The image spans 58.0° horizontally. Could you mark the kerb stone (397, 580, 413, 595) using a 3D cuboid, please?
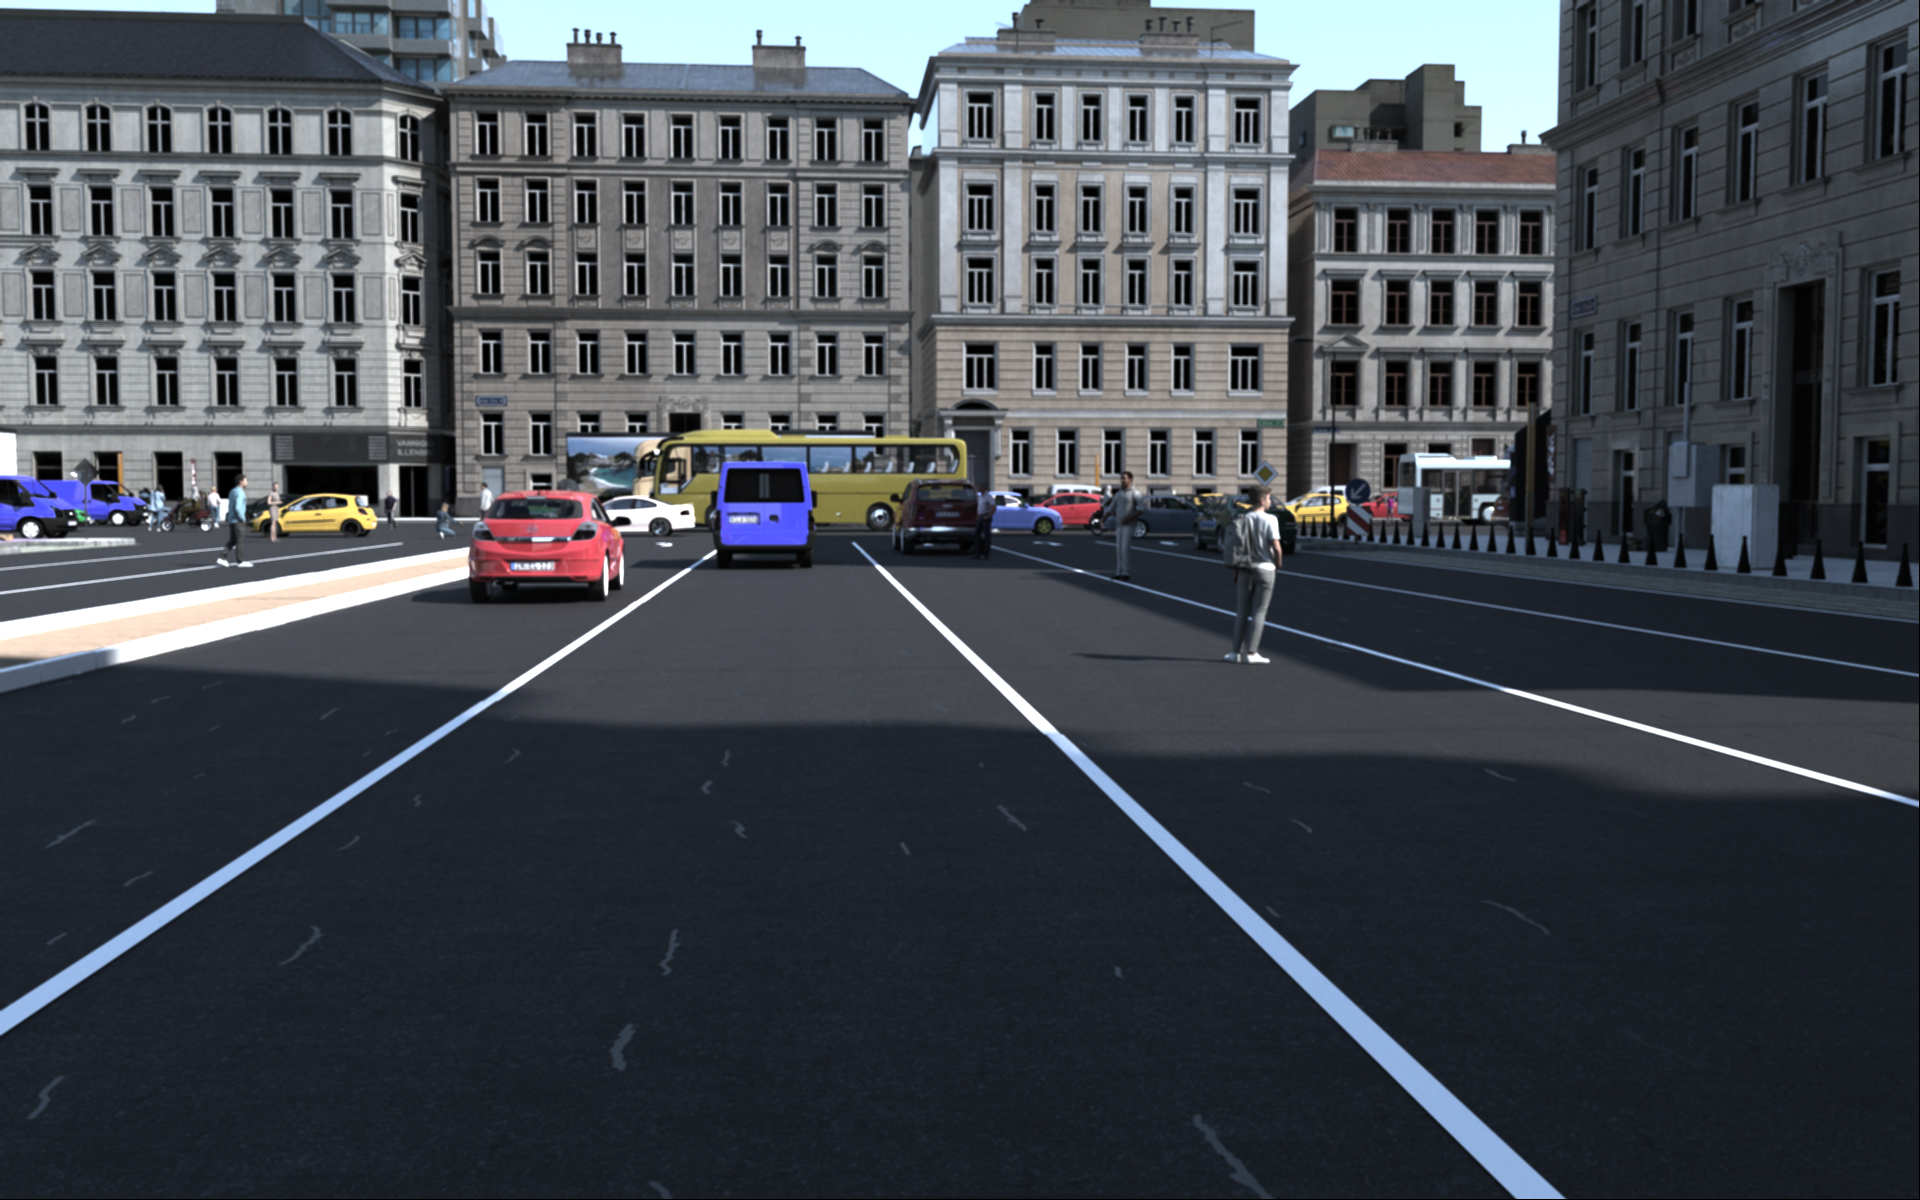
[{"bbox_3d":[-8.077,-0.165,24.899,0.120,0.150,1.000,0,4,-5],"label":"kerb stone"}]

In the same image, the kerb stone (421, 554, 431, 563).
[{"bbox_3d":[-11.195,-0.841,35.941,0.120,0.150,1.000,0,4,-5],"label":"kerb stone"}]

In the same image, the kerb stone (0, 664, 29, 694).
[{"bbox_3d":[-6.961,0.588,12.574,0.120,0.150,1.000,0,4,-5],"label":"kerb stone"}]

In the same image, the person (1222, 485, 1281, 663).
[{"bbox_3d":[2.465,-0.220,14.689,0.503,1.515,0.523,0,4,3],"label":"person"}]

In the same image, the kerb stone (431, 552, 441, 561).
[{"bbox_3d":[-11.289,-0.903,36.970,0.120,0.150,1.000,0,4,-5],"label":"kerb stone"}]

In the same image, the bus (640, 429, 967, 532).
[{"bbox_3d":[-5.937,-4.583,66.476,12.252,3.916,2.896,0,4,-5],"label":"bus"}]

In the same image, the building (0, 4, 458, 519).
[{"bbox_3d":[-49.910,-19.586,96.641,44.131,29.872,17.030,0,4,-5],"label":"building"}]

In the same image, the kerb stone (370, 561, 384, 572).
[{"bbox_3d":[-10.813,-0.588,31.823,0.120,0.150,1.000,0,4,-5],"label":"kerb stone"}]

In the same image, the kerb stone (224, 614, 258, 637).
[{"bbox_3d":[-7.426,0.277,17.710,0.120,0.150,1.000,0,4,-5],"label":"kerb stone"}]

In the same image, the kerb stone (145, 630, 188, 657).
[{"bbox_3d":[-7.241,0.409,15.662,0.120,0.150,1.000,0,4,-5],"label":"kerb stone"}]

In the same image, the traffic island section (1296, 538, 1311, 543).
[{"bbox_3d":[9.103,-1.799,51.697,2.009,0.180,2.903,0,4,-5],"label":"traffic island section"}]

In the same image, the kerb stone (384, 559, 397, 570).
[{"bbox_3d":[-10.914,-0.652,32.853,0.120,0.150,1.000,0,4,-5],"label":"kerb stone"}]

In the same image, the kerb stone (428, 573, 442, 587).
[{"bbox_3d":[-8.266,-0.291,26.947,0.120,0.150,1.000,0,4,-5],"label":"kerb stone"}]

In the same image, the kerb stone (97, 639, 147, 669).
[{"bbox_3d":[-7.148,0.472,14.636,0.120,0.150,1.000,0,4,-5],"label":"kerb stone"}]

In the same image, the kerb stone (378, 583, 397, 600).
[{"bbox_3d":[-7.982,-0.100,23.876,0.120,0.150,1.000,0,4,-5],"label":"kerb stone"}]

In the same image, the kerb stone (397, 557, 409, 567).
[{"bbox_3d":[-11.006,-0.714,33.877,0.120,0.150,1.000,0,4,-5],"label":"kerb stone"}]

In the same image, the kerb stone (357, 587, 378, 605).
[{"bbox_3d":[-7.893,-0.037,22.842,0.120,0.150,1.000,0,4,-5],"label":"kerb stone"}]

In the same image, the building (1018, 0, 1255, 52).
[{"bbox_3d":[15.422,-33.248,167.303,21.300,48.544,21.600,0,4,-5],"label":"building"}]

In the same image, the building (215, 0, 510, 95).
[{"bbox_3d":[-53.663,-33.034,159.715,23.786,49.044,30.456,0,4,-5],"label":"building"}]

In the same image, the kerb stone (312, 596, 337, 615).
[{"bbox_3d":[-7.710,0.089,20.788,0.120,0.150,1.000,0,4,-5],"label":"kerb stone"}]

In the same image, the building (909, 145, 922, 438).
[{"bbox_3d":[4.627,-41.449,266.927,27.495,52.752,28.713,0,4,-5],"label":"building"}]

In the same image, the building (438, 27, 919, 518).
[{"bbox_3d":[-15.268,-18.394,98.012,25.104,27.353,12.463,0,4,-5],"label":"building"}]

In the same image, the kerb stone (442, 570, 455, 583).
[{"bbox_3d":[-8.359,-0.349,27.978,0.120,0.150,1.000,0,4,-5],"label":"kerb stone"}]

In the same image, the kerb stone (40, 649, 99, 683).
[{"bbox_3d":[-7.054,0.525,13.610,0.120,0.150,1.000,0,4,-5],"label":"kerb stone"}]

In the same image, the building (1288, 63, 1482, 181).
[{"bbox_3d":[48.019,-35.238,199.850,21.600,48.544,21.300,0,4,-5],"label":"building"}]

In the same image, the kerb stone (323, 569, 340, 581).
[{"bbox_3d":[-10.533,-0.390,28.749,0.120,0.150,1.000,0,4,-5],"label":"kerb stone"}]

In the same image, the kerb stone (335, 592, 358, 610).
[{"bbox_3d":[-7.802,0.023,21.818,0.120,0.150,1.000,0,4,-5],"label":"kerb stone"}]

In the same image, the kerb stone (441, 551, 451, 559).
[{"bbox_3d":[-11.381,-0.966,37.994,0.120,0.150,1.000,0,4,-5],"label":"kerb stone"}]

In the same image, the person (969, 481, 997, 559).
[{"bbox_3d":[0.494,-1.755,38.128,0.436,1.711,0.756,-1,4,-21],"label":"person"}]

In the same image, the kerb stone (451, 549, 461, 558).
[{"bbox_3d":[-11.468,-1.029,39.018,0.120,0.150,1.000,0,4,-5],"label":"kerb stone"}]

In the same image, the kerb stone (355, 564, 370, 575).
[{"bbox_3d":[-10.720,-0.526,30.799,0.120,0.150,1.000,0,4,-5],"label":"kerb stone"}]

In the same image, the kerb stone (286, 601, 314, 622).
[{"bbox_3d":[-7.609,0.149,19.764,0.120,0.150,1.000,0,4,-5],"label":"kerb stone"}]

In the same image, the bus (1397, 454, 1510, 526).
[{"bbox_3d":[27.086,-5.206,79.979,13.247,3.499,2.948,0,4,-5],"label":"bus"}]

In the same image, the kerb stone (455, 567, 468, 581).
[{"bbox_3d":[-8.448,-0.415,29.002,0.120,0.150,1.000,0,4,-5],"label":"kerb stone"}]

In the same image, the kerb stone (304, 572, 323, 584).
[{"bbox_3d":[-10.444,-0.336,27.722,0.120,0.150,1.000,0,4,-5],"label":"kerb stone"}]

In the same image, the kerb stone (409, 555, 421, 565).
[{"bbox_3d":[-11.097,-0.777,34.910,0.120,0.150,1.000,0,4,-5],"label":"kerb stone"}]

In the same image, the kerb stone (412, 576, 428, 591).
[{"bbox_3d":[-8.176,-0.224,25.923,0.120,0.150,1.000,0,4,-5],"label":"kerb stone"}]

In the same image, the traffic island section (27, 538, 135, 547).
[{"bbox_3d":[-24.551,-1.613,48.654,2.009,0.180,2.903,0,4,-5],"label":"traffic island section"}]

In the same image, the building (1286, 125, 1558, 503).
[{"bbox_3d":[28.807,-16.220,101.346,21.152,22.565,11.583,0,4,-5],"label":"building"}]

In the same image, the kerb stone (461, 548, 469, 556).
[{"bbox_3d":[-11.570,-1.086,40.043,0.120,0.150,1.000,0,4,-5],"label":"kerb stone"}]

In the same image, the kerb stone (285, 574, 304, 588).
[{"bbox_3d":[-10.353,-0.275,26.697,0.120,0.150,1.000,0,4,-5],"label":"kerb stone"}]

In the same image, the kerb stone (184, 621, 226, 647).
[{"bbox_3d":[-7.329,0.340,16.686,0.120,0.150,1.000,0,4,-5],"label":"kerb stone"}]

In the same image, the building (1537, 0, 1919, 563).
[{"bbox_3d":[23.007,-14.591,35.832,12.463,27.353,25.104,0,4,-5],"label":"building"}]

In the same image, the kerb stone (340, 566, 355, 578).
[{"bbox_3d":[-10.629,-0.461,29.773,0.120,0.150,1.000,0,4,-5],"label":"kerb stone"}]

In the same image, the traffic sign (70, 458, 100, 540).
[{"bbox_3d":[-24.528,-2.749,48.595,0.795,2.450,0.064,0,4,-5],"label":"traffic sign"}]

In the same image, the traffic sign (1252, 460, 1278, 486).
[{"bbox_3d":[9.080,-2.934,51.618,0.795,2.450,0.064,0,4,-5],"label":"traffic sign"}]

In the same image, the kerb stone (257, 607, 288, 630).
[{"bbox_3d":[-7.509,0.214,18.741,0.120,0.150,1.000,0,4,-5],"label":"kerb stone"}]

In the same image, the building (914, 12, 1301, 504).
[{"bbox_3d":[7.801,-19.195,99.737,20.117,28.700,13.634,0,4,-5],"label":"building"}]
